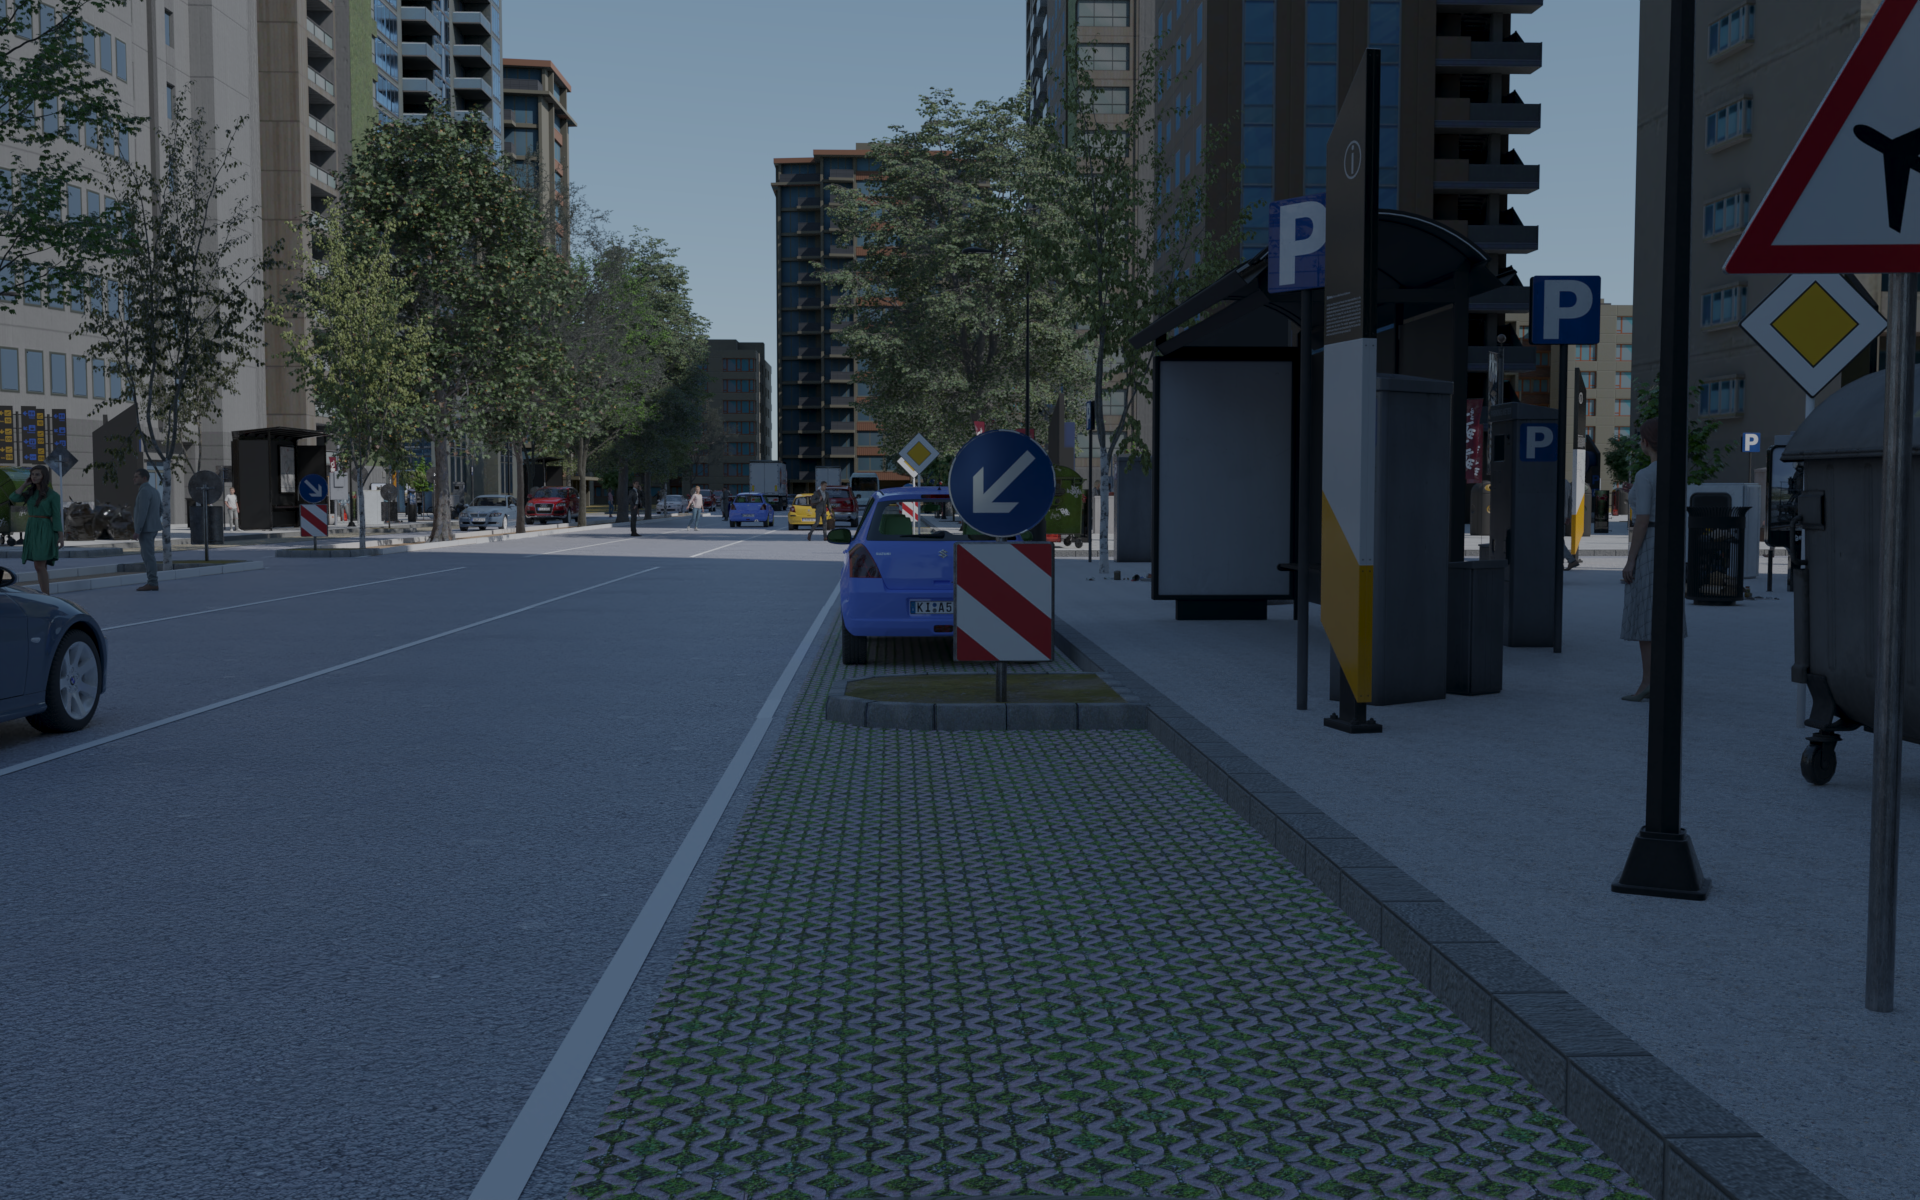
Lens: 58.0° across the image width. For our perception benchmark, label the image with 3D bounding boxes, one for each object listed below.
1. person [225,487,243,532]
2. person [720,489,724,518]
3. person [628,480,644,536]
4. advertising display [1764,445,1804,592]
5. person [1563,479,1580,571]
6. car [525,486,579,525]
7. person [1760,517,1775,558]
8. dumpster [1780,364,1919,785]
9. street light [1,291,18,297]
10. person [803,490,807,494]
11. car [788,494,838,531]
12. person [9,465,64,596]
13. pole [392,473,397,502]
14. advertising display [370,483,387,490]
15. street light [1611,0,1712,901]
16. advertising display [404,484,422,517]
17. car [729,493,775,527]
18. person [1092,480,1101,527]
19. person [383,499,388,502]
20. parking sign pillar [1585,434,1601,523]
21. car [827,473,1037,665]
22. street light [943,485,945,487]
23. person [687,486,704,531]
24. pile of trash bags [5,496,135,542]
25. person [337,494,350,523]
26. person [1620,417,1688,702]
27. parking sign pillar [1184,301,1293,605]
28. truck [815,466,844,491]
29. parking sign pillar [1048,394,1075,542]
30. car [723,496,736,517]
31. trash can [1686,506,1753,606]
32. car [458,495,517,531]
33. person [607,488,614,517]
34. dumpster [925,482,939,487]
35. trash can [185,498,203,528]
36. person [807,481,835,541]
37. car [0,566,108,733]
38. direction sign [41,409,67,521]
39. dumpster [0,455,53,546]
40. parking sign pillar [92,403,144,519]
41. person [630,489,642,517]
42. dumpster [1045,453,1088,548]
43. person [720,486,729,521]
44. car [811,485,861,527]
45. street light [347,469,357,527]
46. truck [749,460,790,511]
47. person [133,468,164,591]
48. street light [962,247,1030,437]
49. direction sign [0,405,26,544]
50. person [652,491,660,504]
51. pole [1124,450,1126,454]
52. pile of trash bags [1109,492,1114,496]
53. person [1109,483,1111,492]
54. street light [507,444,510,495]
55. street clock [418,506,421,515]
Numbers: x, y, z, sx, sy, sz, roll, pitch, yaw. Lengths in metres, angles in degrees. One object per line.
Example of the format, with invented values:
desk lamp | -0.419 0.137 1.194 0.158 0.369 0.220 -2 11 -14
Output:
person | -24.817 -3.089 59.151 0.523 1.515 0.503 0 4 3
person | -14.324 -5.885 105.288 0.480 1.755 0.524 0 4 -7
person | -10.990 -3.118 58.842 0.474 1.900 0.648 0 4 2
advertising display | 11.071 -1.069 22.696 0.974 1.923 0.123 0 4 5
person | 10.052 -1.407 29.161 0.853 1.813 0.709 2 4 35
car | -19.316 -4.520 82.570 2.281 1.827 5.304 0 4 -2
person | 18.132 -1.825 38.307 0.622 1.834 0.822 -2 4 -27
dumpster | 4.320 -0.070 6.906 1.264 1.857 1.865 0 4 -2
street light | -22.195 -4.112 39.774 1.470 5.913 1.316 0 4 -2
person | -16.212 -10.567 181.279 1.348 1.823 0.705 1 4 15
car | -5.930 -3.617 69.359 2.015 1.641 3.980 0 4 -1
person | -11.446 -0.786 21.606 0.600 1.795 0.529 0 4 -5
pole | -29.288 -5.859 89.643 0.158 3.312 0.155 0 3 0
advertising display | -33.239 -5.742 99.099 0.974 1.923 0.123 -3 5 -40
street light | 1.742 -2.012 5.443 1.470 5.913 1.316 0 4 -2
advertising display | -31.102 -5.708 98.536 0.974 1.923 0.123 -1 4 -19
car | -9.110 -4.058 75.932 1.945 1.707 3.694 0 4 -1
person | 5.032 -3.486 63.222 0.728 1.800 0.709 3 5 42
person | -30.398 -5.268 92.042 0.638 1.841 0.748 0 4 4
parking sign pillar | 28.250 -5.458 77.712 1.447 3.967 1.447 0 4 -4
car | -0.249 -0.381 15.814 1.945 1.707 3.694 0 4 -4
street light | -0.417 -5.331 59.701 1.470 5.913 1.316 0 4 -2
person | -10.374 -3.554 67.281 0.598 1.740 0.731 2 4 30
pile of trash bags | -24.645 -2.321 47.707 3.447 1.369 1.912 -3 4 -37
person | -27.073 -4.175 76.109 0.589 1.601 0.330 0 4 -1
person | 4.255 -0.256 10.792 0.480 1.755 0.524 -3 4 -37
parking sign pillar | 3.294 -1.960 20.526 1.447 3.967 1.447 2 4 26
truck | -13.509 -11.620 178.906 2.839 4.237 11.283 0 4 -3
parking sign pillar | 2.746 -3.591 47.183 1.447 3.967 1.447 -1 4 -10
car | -13.883 -5.860 108.393 1.945 1.354 3.894 0 4 -4
trash can | 8.739 -0.512 20.026 0.748 1.137 0.748 0 3 0
car | -18.472 -3.454 68.474 2.014 1.417 4.499 0 4 -1
person | -21.460 -5.989 106.429 0.388 1.821 0.555 -2 4 -32
dumpster | -1.728 -6.768 113.157 1.502 2.255 1.985 0 4 -2
trash can | -27.636 -3.119 62.654 0.748 1.137 0.748 0 3 0
person | -4.247 -2.719 52.917 0.822 1.834 0.622 3 5 41
car | -6.142 0.188 8.937 2.014 1.417 4.499 0 4 -1
direction sign | -24.182 -3.305 46.038 0.876 3.537 0.379 -1 4 -10
dumpster | -23.759 -2.483 43.097 1.502 2.255 1.985 0 4 -2
parking sign pillar | -24.865 -3.836 51.183 1.447 3.967 1.447 0 4 -2
person | -18.827 -5.593 100.697 0.760 1.731 0.466 0 4 6
dumpster | 2.240 -2.391 41.588 1.502 2.255 1.985 0 4 -2
person | -12.638 -5.174 92.902 0.447 1.846 0.655 0 4 4
car | -5.489 -4.126 76.139 2.281 1.827 5.304 0 4 -2
street light | -23.353 -5.830 67.859 1.470 5.913 1.316 0 4 -2
truck | -16.344 -9.786 148.917 2.839 4.237 11.283 0 4 -2
person | -12.043 -1.044 25.674 0.391 1.810 0.635 -1 4 -16
street light | 0.737 -3.684 32.771 1.470 5.913 1.316 0 4 -2
direction sign | -24.152 -3.208 44.453 0.876 3.537 0.379 -1 4 -23
person | -34.308 -11.531 197.047 1.348 1.821 0.705 0 4 -6
pole | 7.748 -5.325 80.912 0.158 3.312 0.155 0 3 0
pile of trash bags | 6.865 -3.884 73.257 1.912 1.369 3.447 -1 4 -16
person | 7.287 -4.825 84.909 0.794 1.824 0.713 -3 4 -38
street light | -24.264 -7.497 95.122 1.470 5.913 1.316 0 4 -2
street clock | -33.899 -6.360 108.562 0.358 2.002 0.471 0 4 -3
